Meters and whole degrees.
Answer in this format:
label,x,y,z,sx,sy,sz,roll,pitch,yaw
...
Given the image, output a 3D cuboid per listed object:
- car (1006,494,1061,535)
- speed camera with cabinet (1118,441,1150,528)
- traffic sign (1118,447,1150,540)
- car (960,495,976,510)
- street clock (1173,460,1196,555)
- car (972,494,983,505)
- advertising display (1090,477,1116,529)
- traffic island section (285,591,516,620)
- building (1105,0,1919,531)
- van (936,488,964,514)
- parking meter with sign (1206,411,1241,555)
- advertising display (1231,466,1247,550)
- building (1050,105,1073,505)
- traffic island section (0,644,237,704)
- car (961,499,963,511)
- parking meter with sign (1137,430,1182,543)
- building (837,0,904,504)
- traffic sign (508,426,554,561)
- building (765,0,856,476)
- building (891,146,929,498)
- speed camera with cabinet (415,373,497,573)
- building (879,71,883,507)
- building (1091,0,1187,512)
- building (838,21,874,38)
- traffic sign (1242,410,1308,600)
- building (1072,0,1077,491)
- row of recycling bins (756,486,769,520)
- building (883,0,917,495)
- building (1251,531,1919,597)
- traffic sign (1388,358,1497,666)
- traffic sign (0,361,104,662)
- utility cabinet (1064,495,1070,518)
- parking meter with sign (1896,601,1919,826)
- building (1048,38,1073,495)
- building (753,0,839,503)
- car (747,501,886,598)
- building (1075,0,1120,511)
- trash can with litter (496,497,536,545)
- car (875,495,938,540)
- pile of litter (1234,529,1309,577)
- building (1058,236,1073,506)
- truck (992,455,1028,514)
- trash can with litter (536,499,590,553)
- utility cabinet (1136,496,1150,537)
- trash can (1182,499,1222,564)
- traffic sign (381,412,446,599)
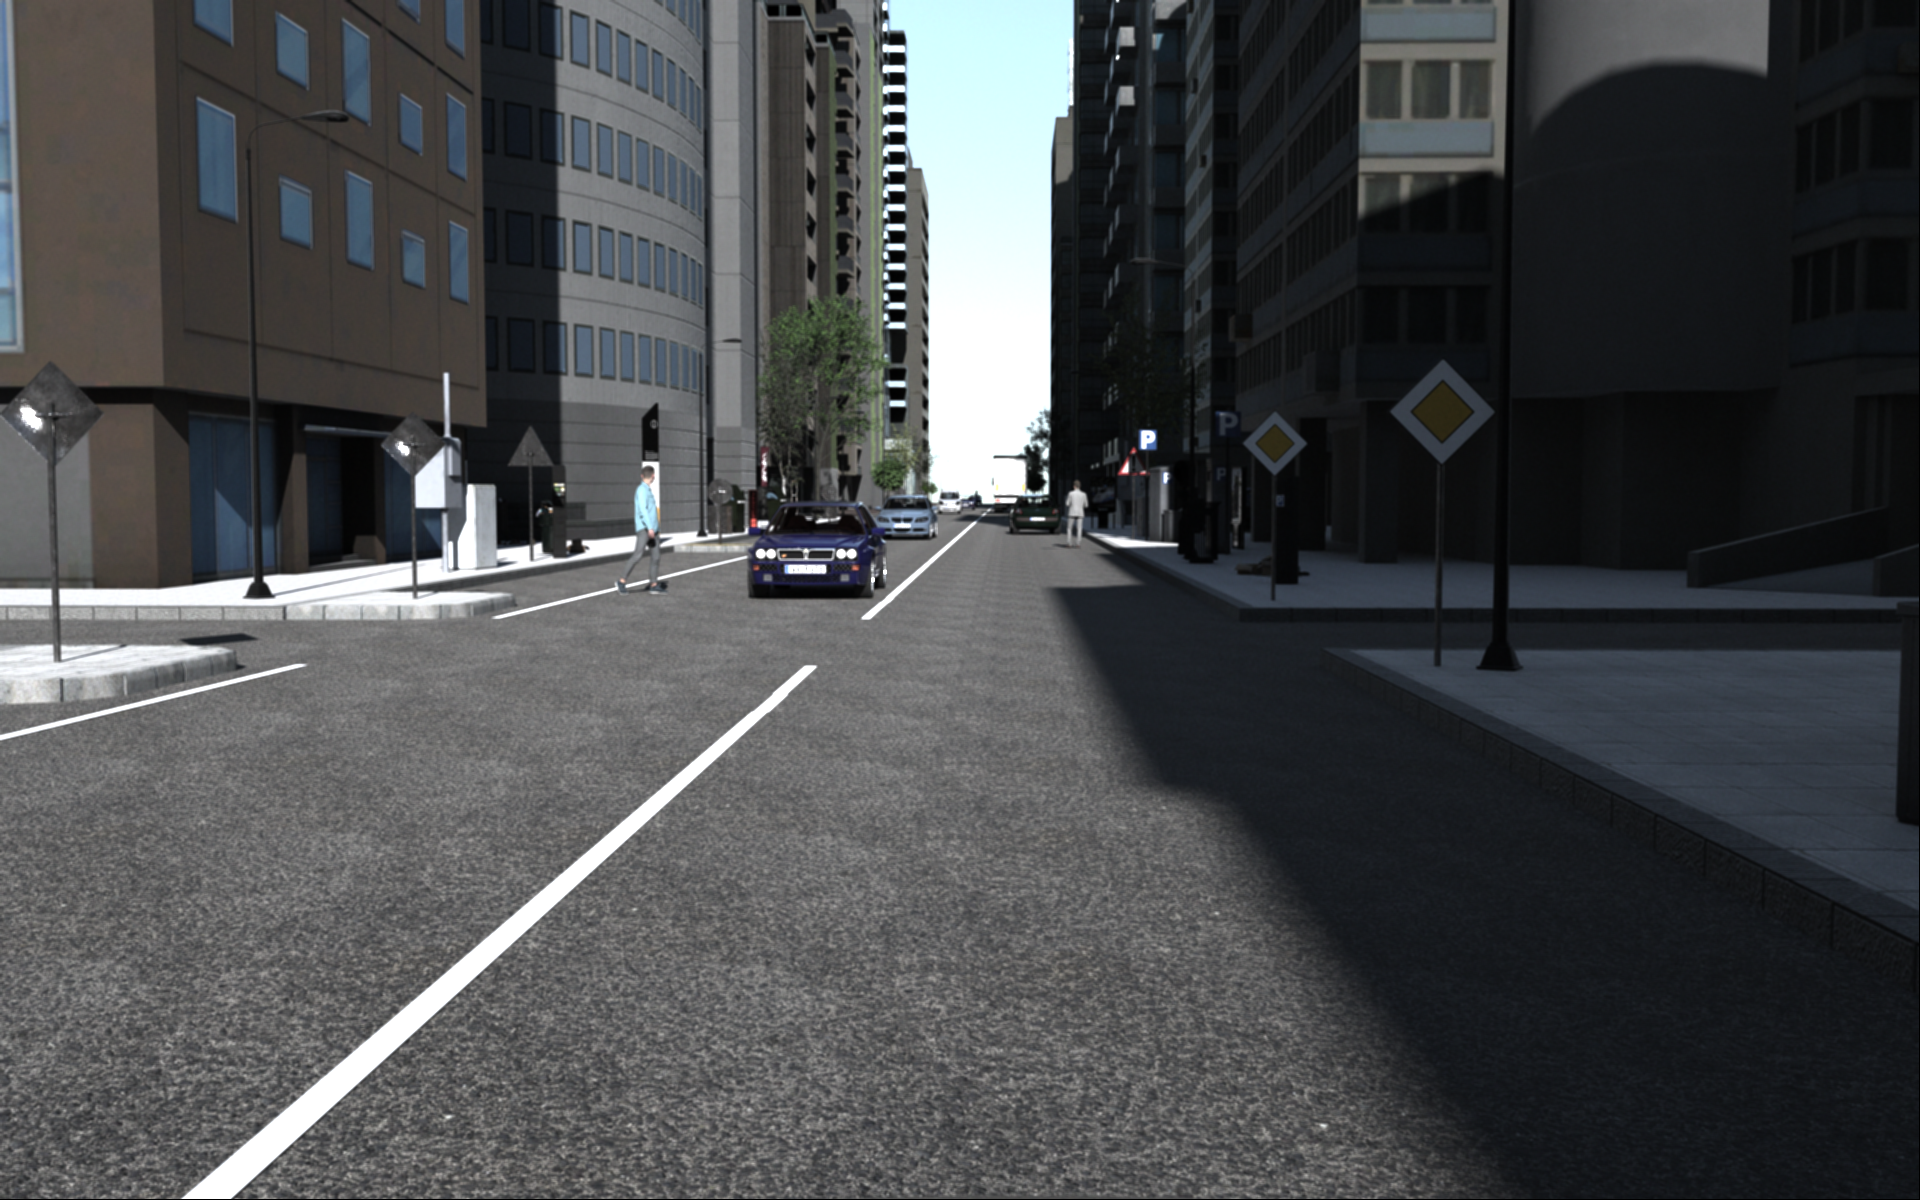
label,x,y,z,sx,sy,sz,roll,pitch,yaw
car,2.692,-3.225,62.516,2.009,1.686,4.222,0,4,0
speed camera with cabinet,6.789,-4.263,64.040,2.038,3.252,0.660,3,5,44
traffic sign,4.828,-2.946,48.178,0.884,2.594,0.081,0,4,7
car,0.516,-8.783,156.186,1.945,1.354,3.894,0,4,1
street clock,4.765,-1.971,36.798,0.358,2.002,0.471,-2,4,-35
car,2.149,-13.875,238.865,2.014,1.417,4.499,0,4,1
advertising display,5.321,-3.616,64.331,0.974,1.923,0.123,1,4,22
traffic island section,-6.689,0.066,21.196,2.009,0.180,2.903,0,4,2
building,22.931,-23.529,76.583,32.217,40.220,23.993,0,4,2
van,-0.735,-7.180,124.406,2.013,2.044,4.112,0,3,0
parking meter with sign,5.608,-2.516,37.394,0.543,3.016,1.738,0,4,-2
advertising display,6.481,-2.148,40.327,0.123,1.923,0.974,0,4,-6
building,22.041,-36.009,212.441,21.300,48.544,21.600,0,4,2
traffic island section,-6.907,0.555,13.214,2.009,0.180,2.903,0,4,2
car,-0.696,-8.346,146.245,2.009,1.686,4.222,0,4,3
parking meter with sign,5.373,-3.058,46.255,0.543,3.016,1.738,-1,4,-21
building,-16.730,-46.081,191.673,20.563,71.187,20.611,0,4,2
traffic sign,-8.170,-2.016,32.973,0.884,2.594,0.081,0,4,2
building,-19.220,-28.742,124.549,22.147,44.769,28.867,0,4,2
building,-15.470,-37.966,244.452,21.300,48.544,21.600,0,4,2
speed camera with cabinet,-8.463,-2.124,29.061,0.660,3.252,2.038,1,4,8
building,-14.677,-29.204,161.076,14.154,41.232,14.086,0,4,2
building,20.822,-30.063,111.143,23.786,49.044,30.456,0,4,2
building,-14.678,-28.292,146.167,14.154,41.232,14.086,0,4,2
traffic sign,3.774,-1.051,20.830,0.795,2.450,0.064,0,4,2
building,20.573,-37.461,154.479,21.231,58.520,28.212,0,4,2
row of recycling bins,-10.754,-4.824,85.983,3.534,1.692,1.069,3,5,41
building,-16.365,-55.308,216.962,22.319,86.520,31.000,0,4,2
building,18.831,-21.062,36.240,23.993,40.220,32.217,0,4,2
traffic sign,3.557,-0.563,12.848,0.795,2.450,0.064,0,4,2
traffic sign,-6.883,-0.582,13.152,0.795,2.450,0.064,0,4,2
utility cabinet,5.966,-5.042,93.603,0.306,1.237,1.020,2,4,27
parking meter with sign,4.522,-0.647,6.844,1.738,3.016,0.543,-1,4,-23
building,23.713,-56.589,237.894,22.319,86.520,31.000,0,4,2
building,-14.979,-20.288,103.415,14.160,30.474,14.107,0,4,2
car,-2.019,-0.764,25.064,1.945,1.354,3.894,0,4,1
building,15.946,-27.533,133.751,14.154,41.232,14.086,0,4,2
trash can with litter,-11.435,-2.007,43.877,2.233,1.210,1.678,1,4,20
car,-1.689,-2.676,55.752,2.014,1.417,4.499,0,4,3
pile of litter,4.956,-0.830,27.531,1.176,0.858,1.719,1,4,10
building,18.123,-25.907,195.272,14.160,30.474,14.107,0,4,2
truck,3.789,-8.677,130.778,2.839,4.237,11.283,0,4,2
trash can with litter,-8.672,-1.617,37.817,1.055,1.170,0.624,-2,4,-29
utility cabinet,5.568,-2.529,52.503,0.306,1.237,1.020,0,4,-4
trash can,4.489,-1.255,32.177,0.748,1.137,0.748,0,3,0
traffic sign,-6.665,-1.070,21.134,0.795,2.450,0.064,0,4,2
